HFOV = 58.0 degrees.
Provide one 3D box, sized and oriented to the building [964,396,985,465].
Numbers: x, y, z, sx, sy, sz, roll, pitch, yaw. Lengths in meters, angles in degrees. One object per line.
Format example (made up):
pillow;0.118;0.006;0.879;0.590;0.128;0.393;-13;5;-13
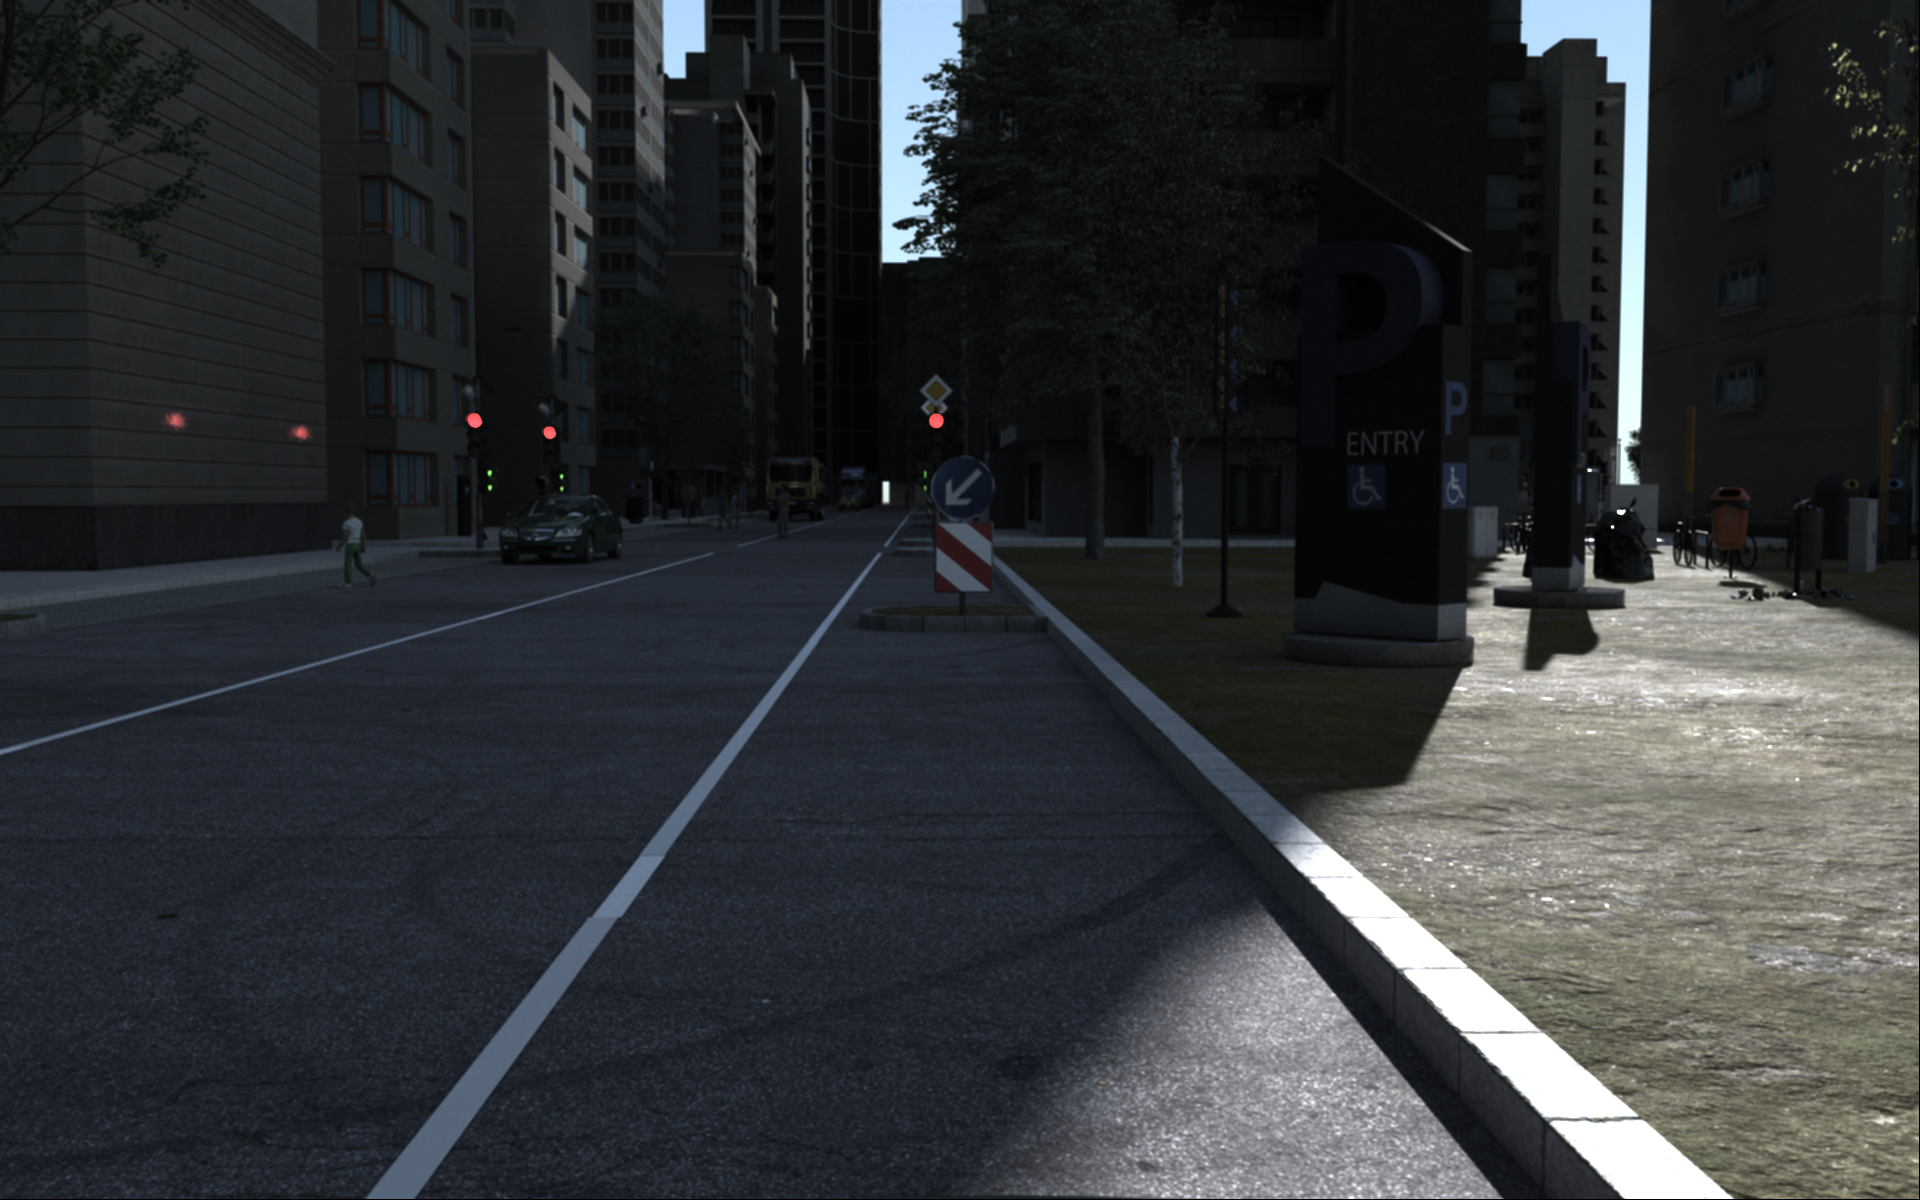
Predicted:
building;11.742;-48.554;106.533;22.319;86.520;31.000;0;4;-1

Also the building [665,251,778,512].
building;-29.595;-17.899;137.689;27.650;21.520;28.899;0;4;-1

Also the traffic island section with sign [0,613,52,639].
traffic island section with sign;-10.433;-0.543;17.503;1.989;1.847;2.006;0;4;-1

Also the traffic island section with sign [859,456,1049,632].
traffic island section with sign;-0.089;-0.629;18.907;1.989;1.847;2.006;0;4;-1

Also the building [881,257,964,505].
building;-2.747;-27.057;214.077;14.107;30.474;14.160;0;4;-1

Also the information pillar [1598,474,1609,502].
information pillar;23.125;-3.539;62.359;0.304;2.012;0.304;-1;4;-10

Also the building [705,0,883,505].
building;-20.154;-47.510;215.032;20.611;71.187;20.563;0;4;-1

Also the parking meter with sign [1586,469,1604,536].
parking meter with sign;19.170;-3.471;53.012;1.738;3.016;0.543;0;4;3

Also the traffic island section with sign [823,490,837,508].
traffic island section with sign;-13.684;-10.358;177.986;1.989;1.847;2.006;0;4;-1

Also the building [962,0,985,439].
building;13.807;-34.599;154.935;28.713;52.752;27.495;0;4;-1

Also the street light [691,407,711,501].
street light;-13.737;-7.321;92.240;1.470;5.913;1.316;0;4;-1

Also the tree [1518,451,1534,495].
tree;22.012;-4.540;68.826;1.663;3.219;1.824;0;3;0

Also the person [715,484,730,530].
person;-9.456;-3.708;69.142;0.654;1.822;0.581;0;4;8

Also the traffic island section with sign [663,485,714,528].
traffic island section with sign;-11.577;-3.998;73.989;1.989;1.847;2.006;0;4;-1

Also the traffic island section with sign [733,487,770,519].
traffic island section with sign;-12.124;-5.646;100.939;1.989;1.847;2.006;0;4;-1

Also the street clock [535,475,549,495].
street clock;-15.566;-3.668;64.537;0.471;2.002;0.358;-2;4;-32

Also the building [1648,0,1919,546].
building;34.244;-26.367;54.803;21.600;48.544;21.300;0;4;-1

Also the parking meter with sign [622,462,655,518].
parking meter with sign;-17.161;-5.881;92.416;1.738;3.016;0.543;-2;4;-30

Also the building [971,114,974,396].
building;7.783;-22.203;134.727;14.160;30.474;14.107;0;4;-1

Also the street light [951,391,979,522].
street light;0.186;-6.478;78.456;1.470;5.913;1.316;0;4;-1

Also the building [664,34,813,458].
building;-27.228;-34.519;188.083;21.600;48.544;21.300;0;4;-1

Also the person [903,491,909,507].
person;-5.752;-10.753;185.001;0.721;1.739;1.217;-2;4;-30

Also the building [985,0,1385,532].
building;7.955;-18.201;69.292;14.160;30.474;14.107;0;4;-1

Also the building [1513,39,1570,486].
building;60.282;-34.618;189.704;21.600;48.544;21.300;0;4;-1

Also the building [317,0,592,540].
building;-29.676;-13.240;61.514;27.650;21.520;28.899;0;4;-1

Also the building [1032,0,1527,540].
building;8.416;-17.256;53.833;14.107;30.474;14.160;0;4;-1

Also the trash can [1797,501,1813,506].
trash can;17.888;-1.500;36.183;0.748;1.137;0.748;0;3;0

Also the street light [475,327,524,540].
street light;-12.795;-4.624;48.149;1.470;5.913;1.316;0;4;-1

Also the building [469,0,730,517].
building;-30.867;-25.188;103.700;32.217;40.220;23.993;0;4;-1

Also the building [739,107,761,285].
building;-32.100;-28.843;163.470;32.217;40.220;23.993;0;4;-1

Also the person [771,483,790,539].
person;-5.788;-2.854;55.523;0.532;1.782;0.716;-3;5;-40

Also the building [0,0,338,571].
building;-26.593;-14.451;33.541;25.104;27.353;12.463;0;4;-1

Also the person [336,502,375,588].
person;-9.252;-0.842;26.507;0.590;1.304;0.306;1;4;11

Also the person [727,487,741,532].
person;-8.462;-3.401;65.118;0.522;1.701;0.512;1;4;19

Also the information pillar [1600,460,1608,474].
information pillar;44.265;-7.809;119.025;0.504;3.616;0.183;2;4;31

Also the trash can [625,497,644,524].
trash can;-14.023;-3.865;74.848;0.748;1.137;0.748;0;3;0

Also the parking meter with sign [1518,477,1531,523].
parking meter with sign;25.092;-4.978;77.646;0.543;3.016;1.738;0;4;-5

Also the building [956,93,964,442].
building;10.765;-34.532;184.210;23.786;49.044;30.456;0;4;-1

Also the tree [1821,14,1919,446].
tree;10.026;-3.964;15.175;4.360;8.622;3.978;0;3;0
